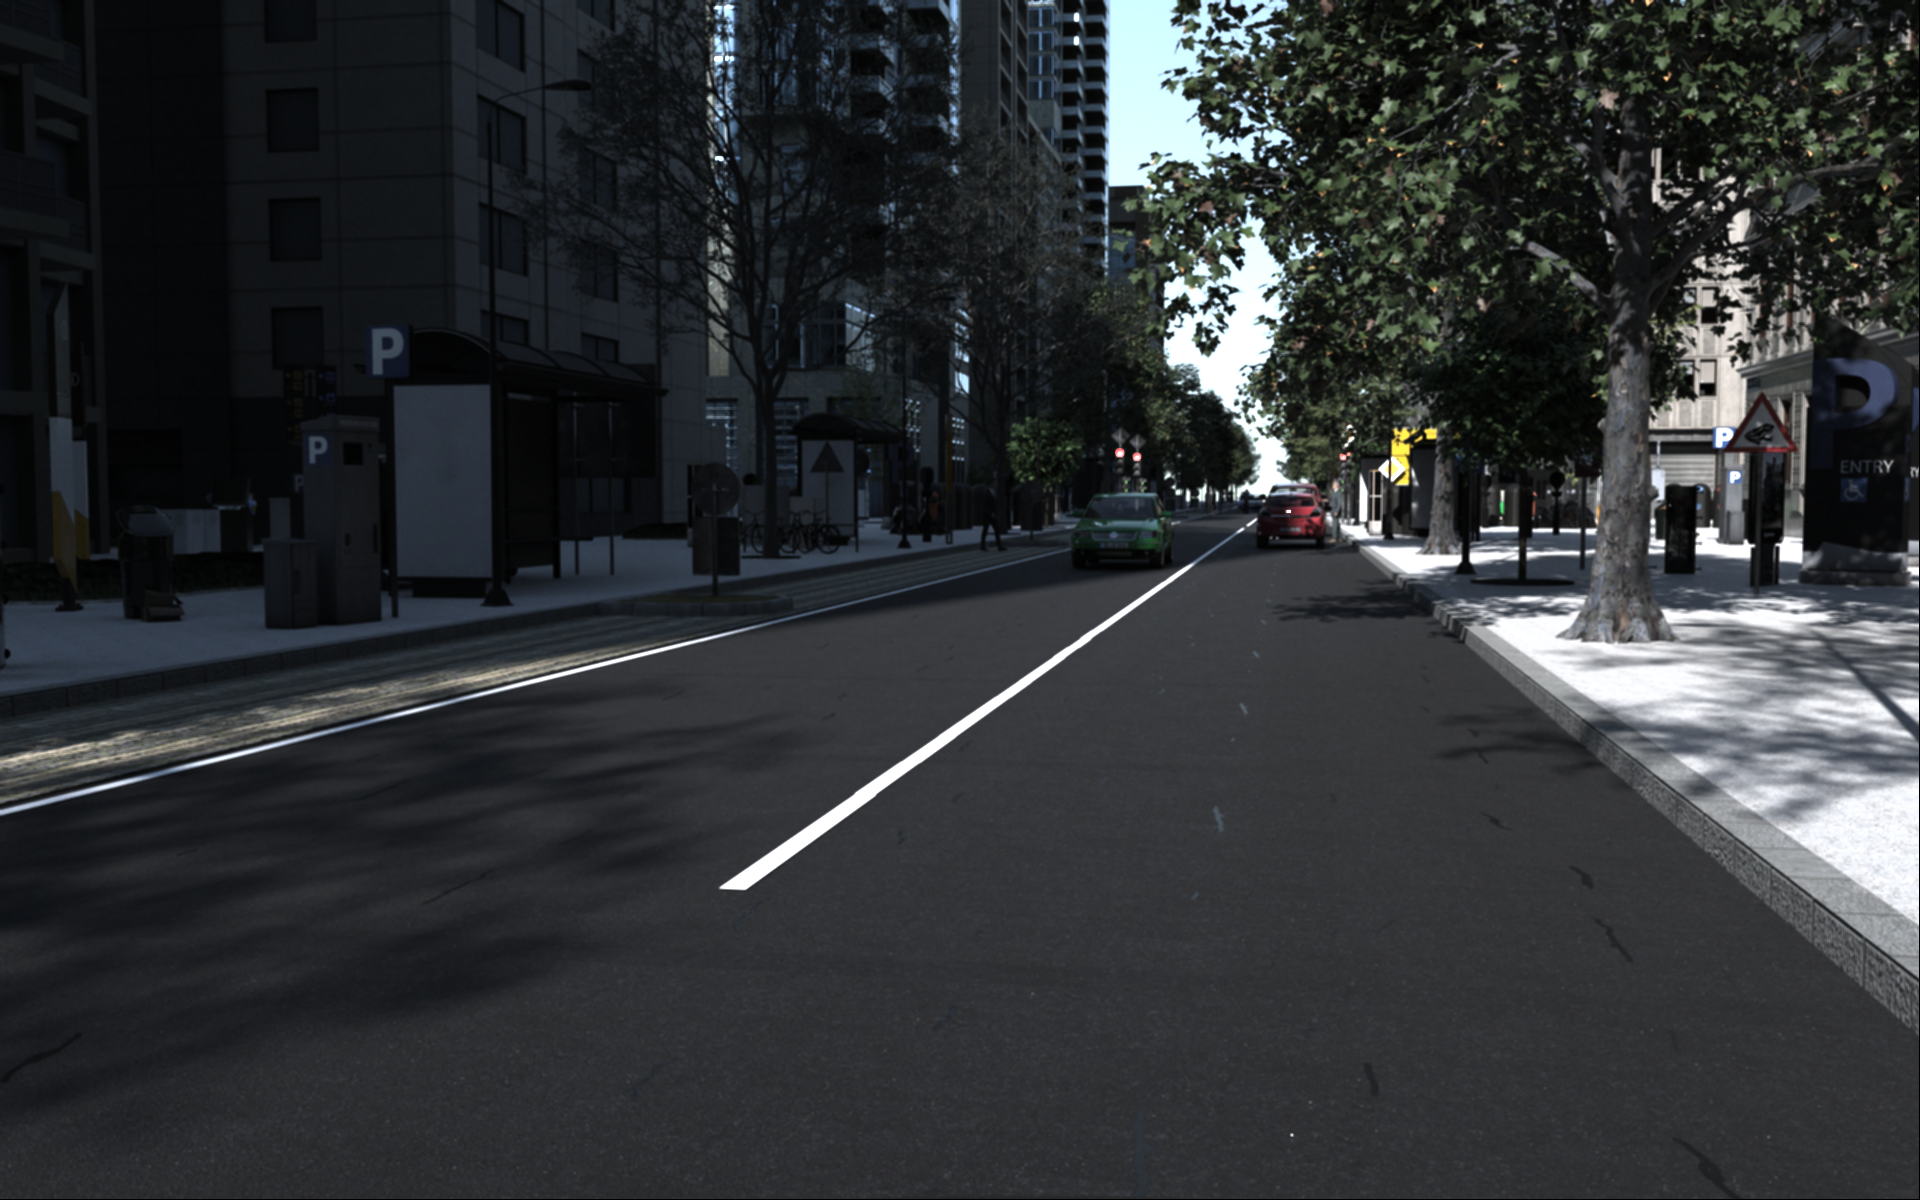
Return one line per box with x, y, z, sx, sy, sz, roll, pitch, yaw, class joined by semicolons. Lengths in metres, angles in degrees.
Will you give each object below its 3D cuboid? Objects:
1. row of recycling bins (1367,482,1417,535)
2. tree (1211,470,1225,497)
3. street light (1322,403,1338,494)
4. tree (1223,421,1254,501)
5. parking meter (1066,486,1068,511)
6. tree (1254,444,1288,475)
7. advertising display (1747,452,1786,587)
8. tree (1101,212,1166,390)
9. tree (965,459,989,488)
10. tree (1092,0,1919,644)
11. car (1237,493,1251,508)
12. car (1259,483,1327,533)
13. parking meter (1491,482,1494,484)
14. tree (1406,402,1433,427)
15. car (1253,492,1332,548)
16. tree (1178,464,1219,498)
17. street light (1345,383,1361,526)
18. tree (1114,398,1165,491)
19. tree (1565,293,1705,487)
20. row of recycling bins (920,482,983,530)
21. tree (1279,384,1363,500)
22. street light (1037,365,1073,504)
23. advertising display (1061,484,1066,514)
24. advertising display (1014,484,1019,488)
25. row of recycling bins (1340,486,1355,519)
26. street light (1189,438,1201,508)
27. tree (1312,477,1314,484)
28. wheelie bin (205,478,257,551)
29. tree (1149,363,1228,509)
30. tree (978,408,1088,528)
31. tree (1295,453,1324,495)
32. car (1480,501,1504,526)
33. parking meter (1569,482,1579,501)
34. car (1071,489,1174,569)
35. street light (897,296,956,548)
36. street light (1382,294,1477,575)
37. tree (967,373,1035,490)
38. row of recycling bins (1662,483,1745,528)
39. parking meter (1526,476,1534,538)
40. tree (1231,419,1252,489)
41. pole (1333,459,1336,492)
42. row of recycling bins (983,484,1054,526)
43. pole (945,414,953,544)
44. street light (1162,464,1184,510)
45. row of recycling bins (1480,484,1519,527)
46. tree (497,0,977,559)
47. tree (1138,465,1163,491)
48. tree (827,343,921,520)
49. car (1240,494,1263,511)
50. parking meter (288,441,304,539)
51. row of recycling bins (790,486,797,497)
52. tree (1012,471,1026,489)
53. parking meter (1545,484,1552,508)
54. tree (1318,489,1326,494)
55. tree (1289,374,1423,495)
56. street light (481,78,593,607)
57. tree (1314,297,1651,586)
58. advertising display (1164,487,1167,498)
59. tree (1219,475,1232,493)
14.031;-2.966;55.605;1.069;1.692;3.534;-1;4;-10;row of recycling bins
30.422;-15.760;208.032;4.737;8.622;4.395;0;3;0;tree
15.477;-5.956;69.914;1.470;5.913;1.316;1;4;11;street light
49.526;-24.402;309.339;12.009;13.543;11.850;0;3;0;tree
7.717;-7.406;126.794;0.399;1.863;0.255;2;4;26;parking meter
48.888;-19.899;235.724;12.009;13.543;11.850;0;3;0;tree
11.293;-1.165;24.259;0.974;1.923;0.123;-3;5;-44;advertising display
1.191;-8.811;54.428;12.009;13.543;11.850;0;3;0;tree
0.679;-6.203;96.025;1.663;3.219;1.824;0;3;0;tree
5.961;-5.993;14.995;9.611;12.733;9.660;0;3;0;tree
28.930;-10.085;174.474;1.945;1.707;3.694;1;4;13;car
11.380;-3.084;59.101;2.281;1.827;5.304;1;4;9;car
23.145;-4.287;75.796;0.399;1.863;0.255;-2;4;-32;parking meter
30.964;-10.054;114.749;4.360;8.622;3.978;0;3;0;tree
9.065;-2.340;47.295;2.155;1.783;4.494;1;4;12;car
22.805;-11.424;170.489;4.285;4.588;4.351;0;3;0;tree
11.565;-4.663;48.777;1.470;5.913;1.316;1;4;11;street light
12.460;-10.273;118.319;4.360;8.622;3.978;0;3;0;tree
22.590;-6.706;60.013;4.737;8.622;4.395;0;3;0;tree
-0.427;-3.367;62.156;1.069;1.692;3.534;1;4;22;row of recycling bins
26.173;-11.577;123.699;7.601;10.594;8.767;-1;4;-15;tree
3.346;-5.485;62.226;1.470;5.913;1.316;1;4;11;street light
6.821;-6.633;113.656;0.123;1.923;0.974;-1;4;-9;advertising display
3.688;-6.617;113.406;0.123;1.923;0.974;1;4;15;advertising display
20.912;-5.085;90.257;1.069;1.692;3.534;-2;4;-27;row of recycling bins
18.934;-10.461;143.574;1.470;5.913;1.316;1;4;11;street light
19.687;-6.036;82.402;4.285;4.588;4.351;0;3;0;tree
-13.958;-1.549;33.236;0.980;1.594;0.693;0;4;-8;wheelie bin
19.032;-14.162;149.675;7.486;12.596;7.792;0;3;0;tree
3.253;-5.024;65.852;4.285;4.588;4.351;0;3;0;tree
34.687;-13.258;167.127;4.737;8.622;4.395;0;3;0;tree
21.440;-4.002;74.234;4.718;1.807;1.959;1;4;9;car
30.272;-4.875;85.410;0.399;1.863;0.255;2;4;27;parking meter
3.293;-1.584;34.689;1.959;1.807;4.718;1;4;10;car
-0.785;-4.171;40.736;1.470;5.913;1.316;1;4;11;street light
7.561;-3.371;27.657;1.470;5.913;1.316;1;4;11;street light
2.584;-9.552;106.531;4.737;8.622;4.395;0;3;0;tree
28.620;-3.602;66.001;3.534;1.692;1.069;2;4;33;row of recycling bins
16.605;-2.757;50.796;0.255;1.863;0.399;-1;4;-13;parking meter
38.044;-20.241;249.069;7.486;12.596;7.792;0;3;0;tree
21.481;-6.456;99.406;0.158;3.312;0.155;0;3;0;pole
2.099;-3.844;69.970;3.534;1.692;1.069;-1;4;-14;row of recycling bins
-0.281;-3.091;44.381;0.158;3.312;0.155;0;3;0;pole
14.894;-9.169;122.462;1.470;5.913;1.316;1;4;11;street light
20.559;-3.757;68.545;3.534;1.692;1.069;1;4;18;row of recycling bins
-3.766;-7.563;34.024;12.009;13.543;11.850;0;3;0;tree
12.356;-7.267;113.414;1.663;3.219;1.824;0;3;0;tree
-4.296;-8.189;84.246;4.737;8.622;4.395;0;3;0;tree
24.635;-8.199;146.061;2.014;1.417;4.499;1;4;10;car
-7.216;-0.828;19.243;0.399;1.863;0.255;2;4;27;parking meter
-8.677;-4.892;87.093;3.534;1.692;1.069;-2;4;-26;row of recycling bins
4.247;-7.569;118.354;1.663;3.219;1.824;0;3;0;tree
33.989;-5.770;100.052;0.399;1.863;0.255;1;4;14;parking meter
41.671;-12.459;198.297;1.663;3.219;1.824;0;3;0;tree
21.391;-10.725;93.487;7.486;12.596;7.792;0;3;0;tree
-4.789;-2.879;19.616;1.470;5.913;1.316;1;4;11;street light
8.066;-2.519;24.892;4.285;4.588;4.351;0;3;0;tree
16.023;-8.143;138.358;0.974;1.923;0.123;2;4;27;advertising display
34.381;-14.987;228.748;4.285;4.588;4.351;0;3;0;tree
